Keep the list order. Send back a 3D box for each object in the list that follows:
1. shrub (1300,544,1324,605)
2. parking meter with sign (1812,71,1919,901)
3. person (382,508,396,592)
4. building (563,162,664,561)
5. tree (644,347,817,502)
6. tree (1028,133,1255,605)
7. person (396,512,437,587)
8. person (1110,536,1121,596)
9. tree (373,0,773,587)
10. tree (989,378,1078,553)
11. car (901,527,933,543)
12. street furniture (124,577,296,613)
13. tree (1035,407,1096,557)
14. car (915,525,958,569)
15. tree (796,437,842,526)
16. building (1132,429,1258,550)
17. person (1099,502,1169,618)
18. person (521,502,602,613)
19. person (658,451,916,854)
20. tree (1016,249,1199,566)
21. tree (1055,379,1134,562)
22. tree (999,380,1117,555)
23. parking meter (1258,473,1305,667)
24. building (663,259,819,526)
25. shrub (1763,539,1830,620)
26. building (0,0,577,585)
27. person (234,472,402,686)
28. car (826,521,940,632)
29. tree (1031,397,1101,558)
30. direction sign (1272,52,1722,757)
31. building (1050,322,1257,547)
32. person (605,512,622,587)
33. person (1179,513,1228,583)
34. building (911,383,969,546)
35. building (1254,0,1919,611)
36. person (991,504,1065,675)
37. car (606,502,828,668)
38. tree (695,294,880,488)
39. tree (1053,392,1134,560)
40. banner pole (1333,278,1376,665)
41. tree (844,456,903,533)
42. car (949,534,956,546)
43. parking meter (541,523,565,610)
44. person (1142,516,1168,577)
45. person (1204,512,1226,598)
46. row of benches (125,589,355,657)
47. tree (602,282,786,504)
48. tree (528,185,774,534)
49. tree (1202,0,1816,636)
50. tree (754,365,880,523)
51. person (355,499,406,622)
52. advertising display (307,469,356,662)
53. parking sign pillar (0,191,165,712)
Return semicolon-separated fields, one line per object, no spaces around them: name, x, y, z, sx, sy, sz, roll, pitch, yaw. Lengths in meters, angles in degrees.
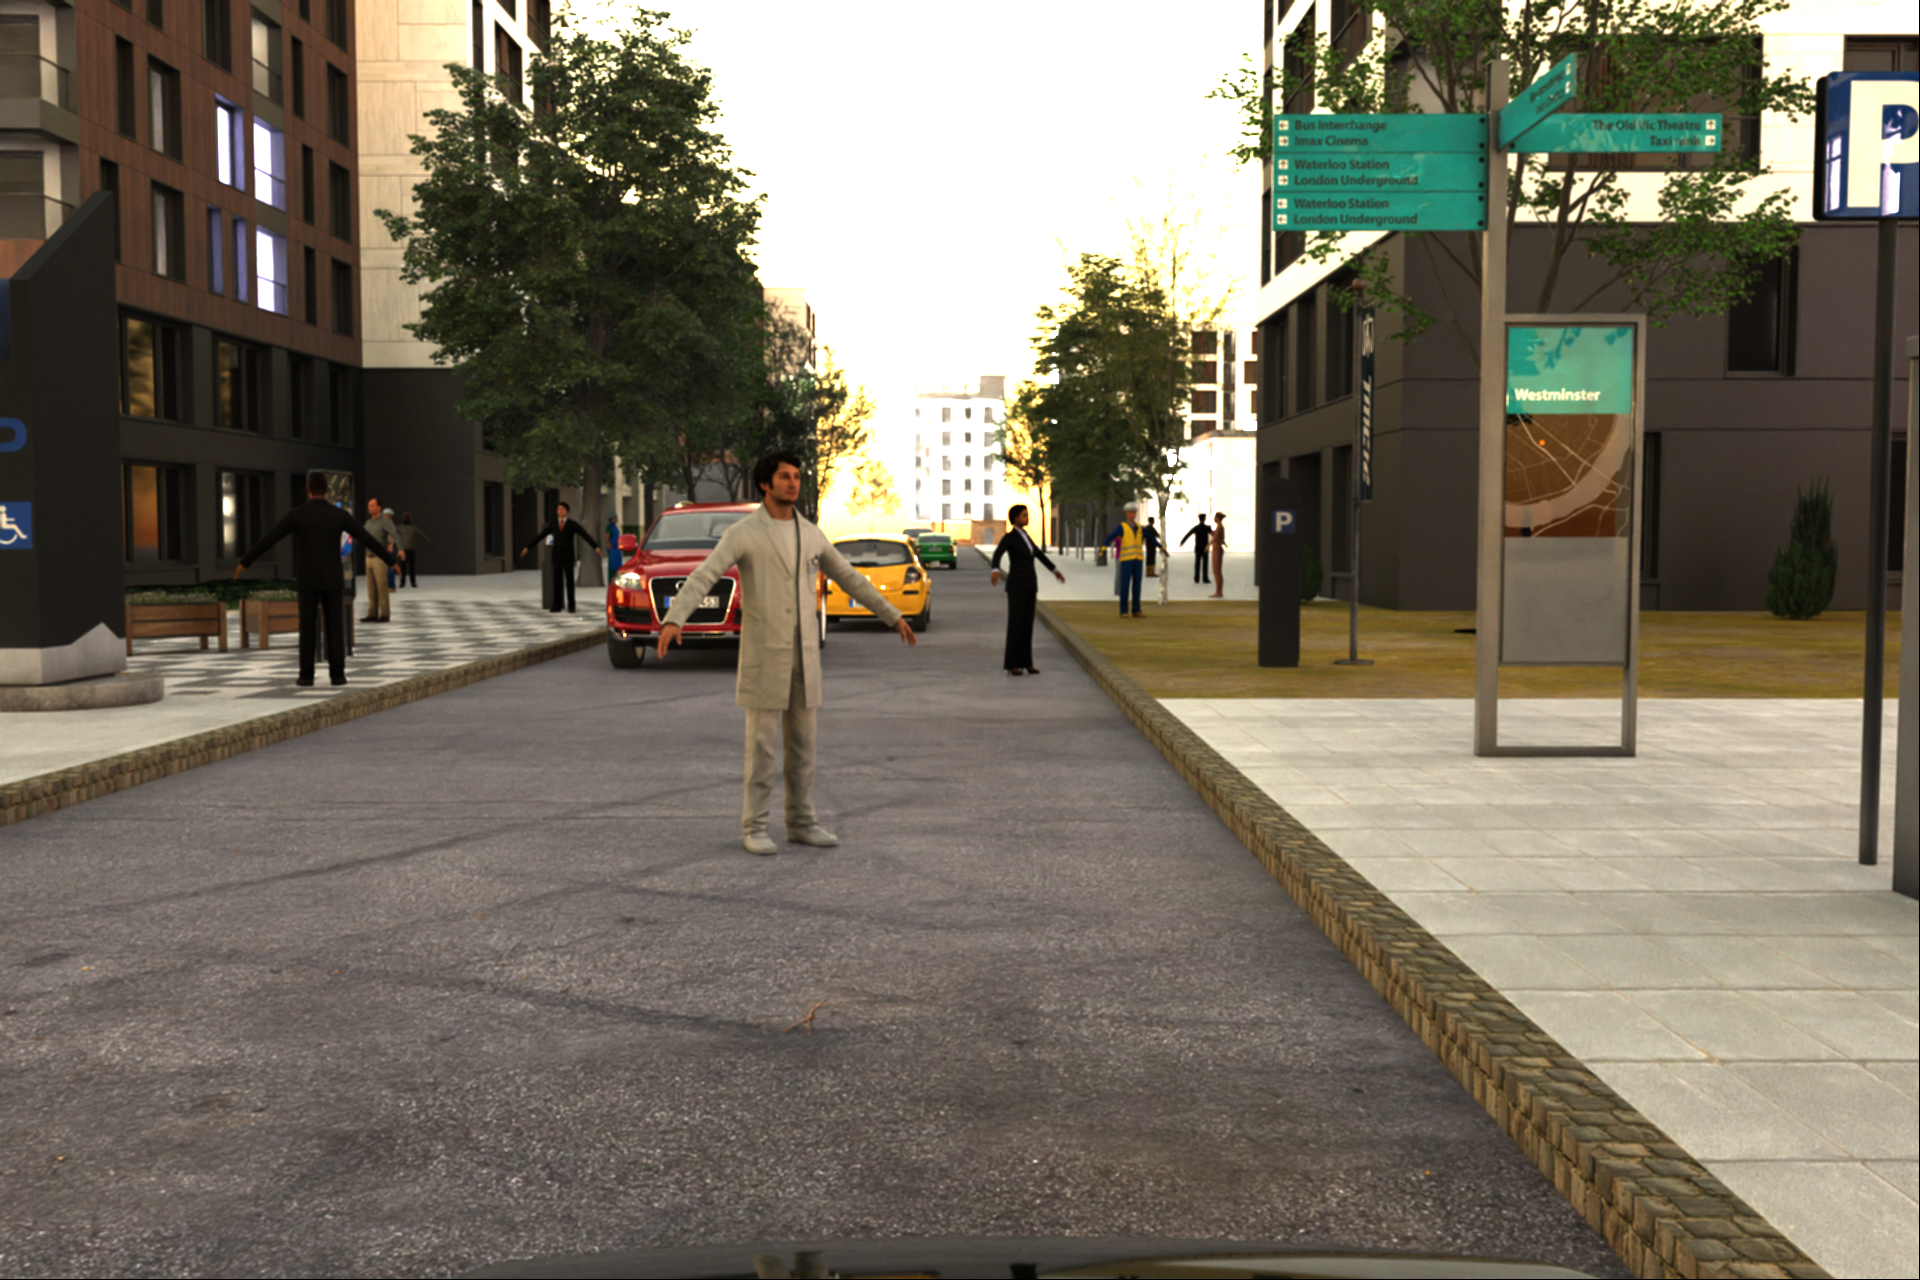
shrub;6.143;-1.251;31.568;1.383;1.207;1.383;0;3;0
parking meter with sign;3.533;-0.585;5.818;0.543;3.016;1.738;0;4;0
person;-12.609;-1.975;38.147;0.705;1.847;1.347;-2;4;-30
building;-26.643;-13.774;91.671;16.747;18.905;31.486;0;4;-1
tree;-9.890;-8.627;75.472;8.767;10.594;7.601;-3;5;-44
tree;3.923;-4.954;31.367;4.360;8.622;3.978;0;3;0
person;-13.292;-2.173;41.657;1.348;1.813;0.705;-1;4;-19
person;3.400;-1.648;36.213;0.599;1.433;0.991;2;4;34
tree;-8.996;-8.264;41.770;9.857;13.997;8.962;0;3;0
tree;5.481;-11.636;116.008;9.928;11.665;9.643;0;3;0
car;-2.210;-4.982;90.130;2.281;1.827;5.304;0;4;0
street furniture;-15.528;-0.820;29.042;10.072;0.657;5.734;-3;4;-36
tree;6.081;-9.035;98.085;4.360;8.622;3.978;0;3;0
car;-1.059;-3.830;71.417;1.959;1.807;4.718;0;4;-1
tree;-9.565;-10.138;116.123;4.360;8.622;3.978;0;3;0
building;21.175;-12.896;152.998;9.099;9.664;28.070;0;3;0
person;2.662;-1.229;26.550;1.216;1.772;0.721;-2;4;-24
person;-6.487;-1.352;28.293;1.347;1.806;0.705;0;4;3
person;-0.803;0.046;7.892;1.347;1.806;0.705;-3;4;-37
tree;5.929;-9.269;69.681;7.486;12.596;7.792;0;3;0
tree;6.176;-7.839;78.537;4.360;8.622;3.978;0;3;0
tree;5.991;-10.449;105.252;8.767;10.594;7.601;2;4;27
parking meter;3.108;-0.675;16.744;0.399;1.863;0.255;0;4;-2
building;-26.699;-18.182;141.253;27.936;21.610;32.646;0;4;0
shrub;12.502;-0.903;25.873;1.383;1.207;1.383;0;3;0
building;-28.968;-12.665;51.055;27.936;21.610;32.646;0;4;0
person;-5.435;-0.518;14.700;1.346;1.802;0.704;-1;4;-22
car;-1.324;-1.016;26.831;2.015;1.641;3.980;0;4;0
tree;6.413;-8.631;91.473;4.360;8.622;3.978;0;3;0
direction sign;3.033;-1.259;9.340;2.525;3.948;1.411;0;4;0
building;23.332;-20.754;183.303;27.936;21.610;32.646;0;4;0
person;-8.403;-2.202;42.130;0.704;1.817;1.347;0;4;6
person;6.355;-2.416;45.431;1.347;1.837;0.705;2;4;28
building;-5.578;-21.485;210.162;11.380;20.090;16.016;0;4;5
building;21.198;-12.262;44.466;27.936;21.610;32.646;0;3;0
person;0.681;-0.517;17.628;0.721;1.740;1.216;3;4;37
car;-2.713;-0.705;20.203;2.281;1.827;5.304;0;4;0
tree;-9.286;-10.978;89.856;12.009;13.543;11.850;0;3;0
tree;6.172;-8.201;84.450;4.737;8.622;4.395;0;3;0
banner pole;3.901;-1.639;16.812;0.401;3.779;0.863;0;4;-1
tree;-10.297;-16.639;206.462;7.601;10.594;8.767;0;4;-6
car;-1.239;-6.839;120.617;1.959;1.807;4.718;0;4;0
parking meter;-6.930;-1.289;29.490;0.372;1.533;0.369;0;3;0
person;5.738;-2.790;51.760;0.704;1.812;1.346;-2;4;-28
person;5.155;-1.733;35.135;0.721;1.733;1.217;1;4;21
row of benches;-8.501;-0.200;18.732;4.104;0.672;1.422;-3;5;-43
tree;-9.947;-8.420;63.419;9.928;11.665;9.643;0;3;0
tree;-9.169;-7.682;51.359;9.928;11.665;9.643;0;3;0
tree;6.949;-5.872;21.771;9.928;11.665;9.643;0;3;0
tree;-8.913;-10.970;105.115;9.928;11.665;9.643;0;3;0
person;-8.506;-1.157;25.196;1.348;1.796;0.705;2;4;30
advertising display;-6.416;-0.765;17.718;0.123;1.923;0.974;0;4;1
parking sign pillar;-6.851;-1.504;13.068;1.447;3.967;1.447;0;3;0
